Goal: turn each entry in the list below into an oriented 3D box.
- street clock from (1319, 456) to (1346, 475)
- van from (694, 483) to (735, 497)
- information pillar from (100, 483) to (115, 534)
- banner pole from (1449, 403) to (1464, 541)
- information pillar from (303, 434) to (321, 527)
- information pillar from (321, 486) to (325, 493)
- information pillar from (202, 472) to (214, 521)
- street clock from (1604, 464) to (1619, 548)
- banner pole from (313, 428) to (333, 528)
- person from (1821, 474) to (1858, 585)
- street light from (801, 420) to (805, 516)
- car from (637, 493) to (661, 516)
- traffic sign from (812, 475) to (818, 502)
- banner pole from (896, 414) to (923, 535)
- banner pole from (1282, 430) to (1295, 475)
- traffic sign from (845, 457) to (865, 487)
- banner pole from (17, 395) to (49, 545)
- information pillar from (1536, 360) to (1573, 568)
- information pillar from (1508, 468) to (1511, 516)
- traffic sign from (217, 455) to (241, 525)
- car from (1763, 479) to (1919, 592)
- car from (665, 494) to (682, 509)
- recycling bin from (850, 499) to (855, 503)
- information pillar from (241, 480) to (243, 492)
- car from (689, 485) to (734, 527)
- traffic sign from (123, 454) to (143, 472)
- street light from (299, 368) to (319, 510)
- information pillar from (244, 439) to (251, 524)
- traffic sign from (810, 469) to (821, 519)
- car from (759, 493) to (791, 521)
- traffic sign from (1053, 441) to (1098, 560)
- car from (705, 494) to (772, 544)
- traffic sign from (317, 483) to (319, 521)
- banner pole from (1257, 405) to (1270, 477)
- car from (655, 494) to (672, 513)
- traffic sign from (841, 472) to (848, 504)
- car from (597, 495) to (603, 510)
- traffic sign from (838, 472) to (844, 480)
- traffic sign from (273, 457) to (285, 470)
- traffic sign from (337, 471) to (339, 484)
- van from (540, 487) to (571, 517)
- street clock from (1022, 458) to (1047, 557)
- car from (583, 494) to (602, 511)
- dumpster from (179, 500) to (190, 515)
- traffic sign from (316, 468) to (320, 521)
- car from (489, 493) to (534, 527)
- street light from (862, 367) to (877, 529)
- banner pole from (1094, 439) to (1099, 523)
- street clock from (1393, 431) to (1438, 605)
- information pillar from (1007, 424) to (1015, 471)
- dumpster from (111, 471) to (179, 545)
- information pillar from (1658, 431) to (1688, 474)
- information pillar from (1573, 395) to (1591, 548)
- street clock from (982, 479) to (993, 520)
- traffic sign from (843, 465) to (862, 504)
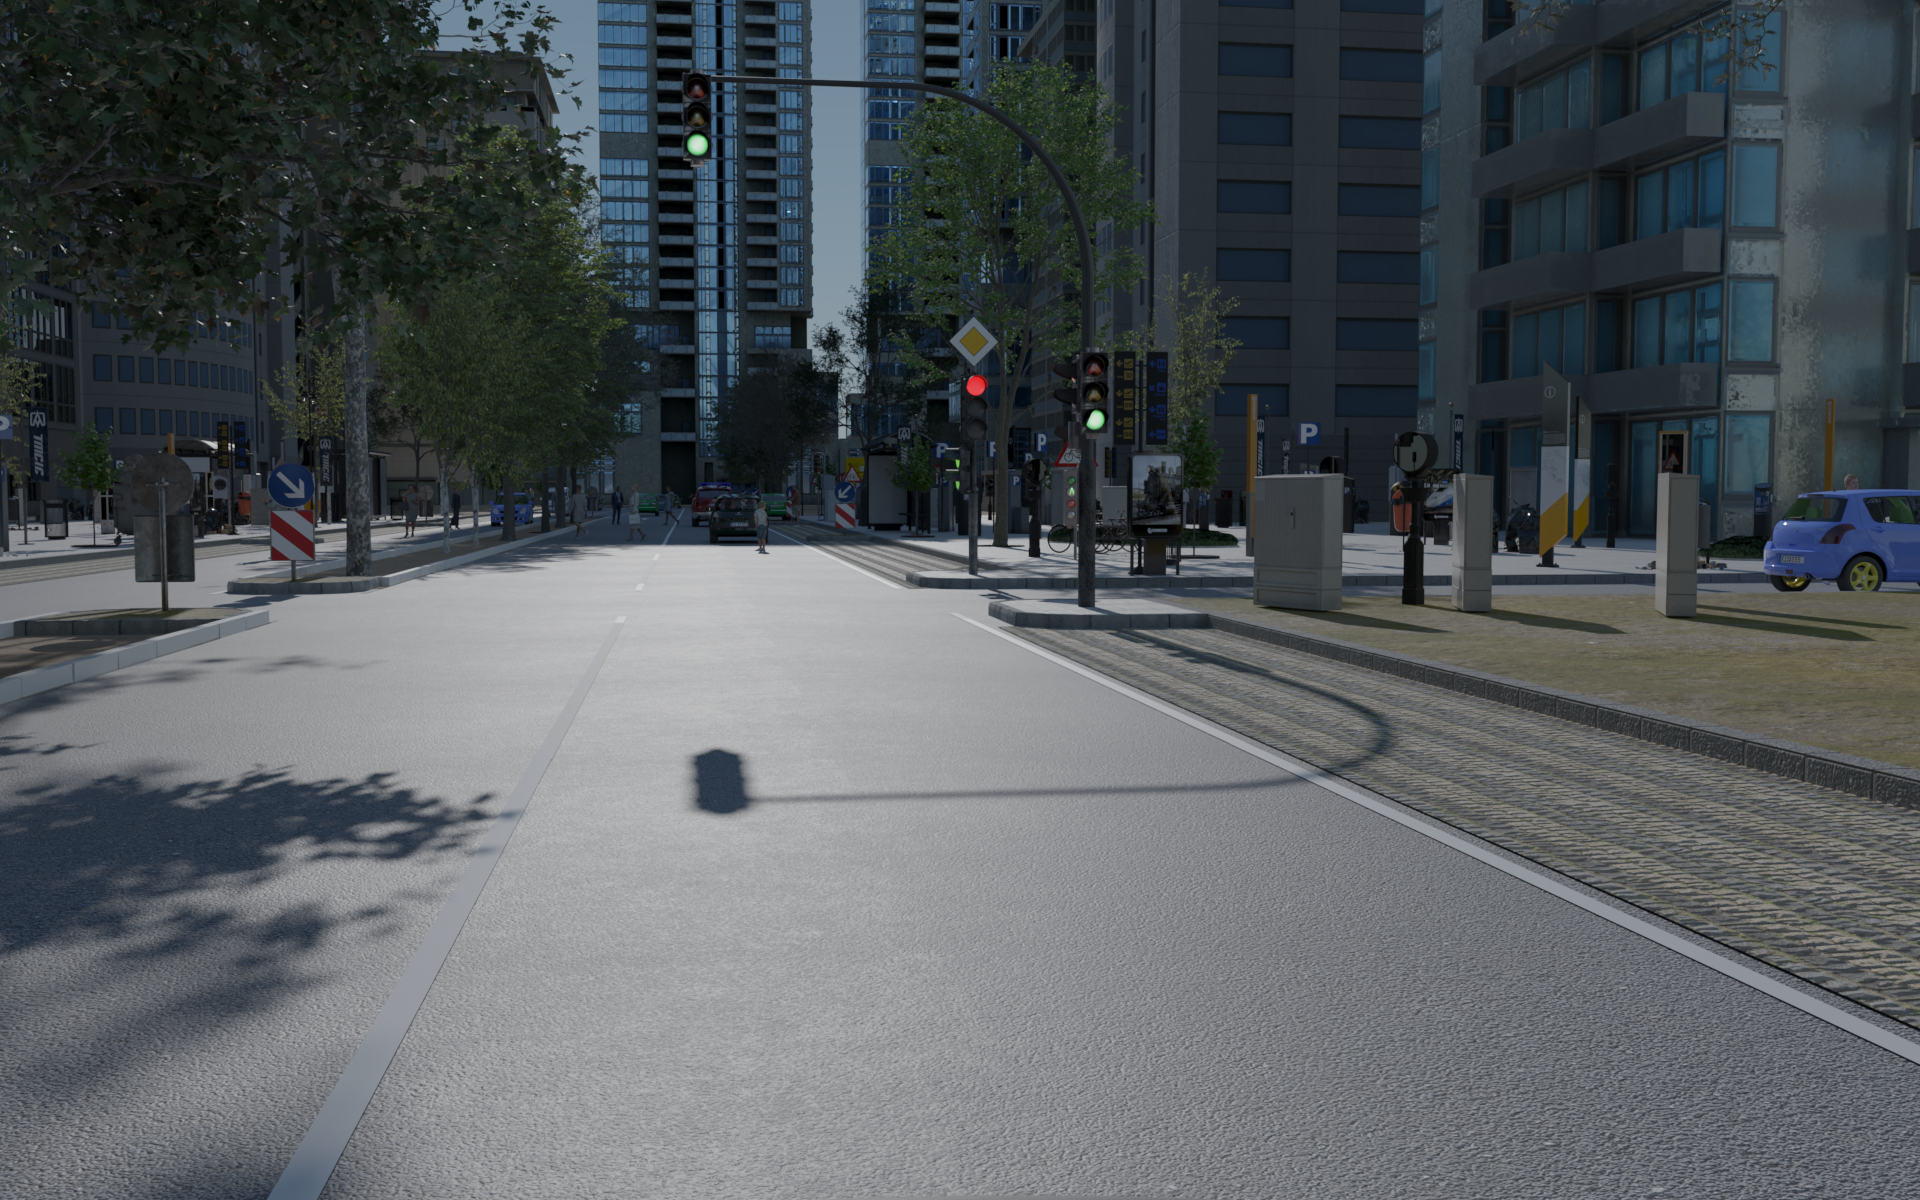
[{"bbox_3d":[7.118,-1.747,33.132,0.358,2.002,0.471,-3,5,-40],"label":"street clock"},{"bbox_3d":[-13.328,-5.502,94.340,2.240,2.365,5.245,-1,4,-9],"label":"van"},{"bbox_3d":[-27.264,-3.112,55.378,0.304,2.012,0.304,1,4,19],"label":"information pillar"},{"bbox_3d":[13.620,-3.526,47.667,0.863,3.779,0.401,-3,5,-42],"label":"banner pole"},{"bbox_3d":[-25.277,-4.648,67.352,0.504,3.616,0.183,1,4,13],"label":"information pillar"},{"bbox_3d":[-34.585,-6.257,93.654,0.183,3.616,0.504,2,4,28],"label":"information pillar"},{"bbox_3d":[-24.708,-3.202,56.851,0.304,2.012,0.304,2,4,26],"label":"information pillar"},{"bbox_3d":[15.512,-2.243,41.239,0.358,2.002,0.471,1,4,15],"label":"street clock"},{"bbox_3d":[-24.159,-4.621,65.574,0.863,3.779,0.401,-1,4,-11],"label":"banner pole"},{"bbox_3d":[13.896,-1.113,27.365,0.598,1.740,0.731,2,4,23],"label":"person"},{"bbox_3d":[-9.279,-7.888,101.751,0.468,5.910,1.993,-1,4,-9],"label":"street light"},{"bbox_3d":[-20.606,-6.399,113.423,1.959,1.807,4.718,-1,4,-9],"label":"car"},{"bbox_3d":[-8.397,-6.264,102.524,0.768,2.556,0.104,0,4,-5],"label":"traffic sign"},{"bbox_3d":[-1.596,-3.952,54.631,0.863,3.779,0.401,1,4,9],"label":"banner pole"},{"bbox_3d":[12.887,-4.765,67.929,0.401,3.779,0.863,-2,4,-30],"label":"banner pole"},{"bbox_3d":[-5.119,-6.134,94.157,2.265,3.308,0.079,0,4,-6],"label":"traffic sign"},{"bbox_3d":[-23.453,-3.290,43.816,0.863,3.779,0.401,0,4,-3],"label":"banner pole"},{"bbox_3d":[10.378,-2.379,30.251,0.183,3.616,0.504,-3,5,-43],"label":"information pillar"},{"bbox_3d":[15.549,-2.696,48.568,0.304,2.012,0.304,1,4,10],"label":"information pillar"},{"bbox_3d":[-24.004,-3.472,56.872,0.768,2.556,0.104,0,4,-6],"label":"traffic sign"},{"bbox_3d":[13.448,-0.920,24.626,3.694,1.707,1.945,-1,4,-11],"label":"car"},{"bbox_3d":[-28.521,-9.743,171.094,2.131,1.459,4.920,0,4,-8],"label":"car"},{"bbox_3d":[-5.983,-5.245,98.309,0.722,1.027,0.722,1,4,15],"label":"recycling bin"},{"bbox_3d":[-37.515,-5.278,90.789,0.304,2.012,0.304,-2,4,-24],"label":"information pillar"},{"bbox_3d":[-10.932,-4.193,77.224,2.281,1.827,5.304,-1,4,-8],"label":"car"},{"bbox_3d":[-26.369,-3.380,55.366,0.768,2.556,0.104,0,4,-2],"label":"traffic sign"},{"bbox_3d":[-23.943,-5.570,63.856,0.468,5.910,1.993,-1,4,-9],"label":"street light"},{"bbox_3d":[-30.210,-5.021,73.443,0.504,3.616,0.183,3,5,42],"label":"information pillar"},{"bbox_3d":[-7.294,-5.478,89.561,0.884,2.594,0.081,0,4,-8],"label":"traffic sign"},{"bbox_3d":[-10.112,-5.166,93.266,1.959,1.807,4.718,-1,4,-10],"label":"car"},{"bbox_3d":[2.249,-2.062,33.724,0.884,2.594,0.081,0,4,-4],"label":"traffic sign"},{"bbox_3d":[-6.599,-2.558,51.615,2.009,1.686,4.222,0,4,-8],"label":"car"},{"bbox_3d":[-31.067,-5.117,83.770,0.768,2.556,0.104,0,4,-2],"label":"traffic sign"},{"bbox_3d":[8.509,-3.585,48.627,0.401,3.779,0.863,3,5,42],"label":"banner pole"},{"bbox_3d":[-22.729,-7.301,131.371,2.014,1.417,4.499,-1,4,-10],"label":"car"},{"bbox_3d":[-6.232,-5.882,96.270,0.768,2.556,0.104,0,4,-2],"label":"traffic sign"},{"bbox_3d":[-34.032,-9.048,160.513,1.945,1.354,3.894,-1,4,-10],"label":"car"},{"bbox_3d":[-6.712,-6.165,100.903,0.768,2.556,0.104,0,4,-7],"label":"traffic sign"},{"bbox_3d":[-23.762,-3.710,60.666,0.884,2.594,0.081,0,4,-8],"label":"traffic sign"},{"bbox_3d":[-33.226,-5.689,93.115,0.768,2.556,0.104,0,3,0],"label":"traffic sign"},{"bbox_3d":[-24.715,-6.079,106.410,2.013,2.044,4.112,0,4,-8],"label":"van"},{"bbox_3d":[1.516,-1.873,35.198,0.471,2.002,0.358,-2,4,-23],"label":"street clock"},{"bbox_3d":[-31.665,-8.329,147.975,2.131,1.459,4.920,0,4,-8],"label":"car"},{"bbox_3d":[-24.056,-3.055,52.441,1.502,2.255,1.985,-1,4,-9],"label":"dumpster"},{"bbox_3d":[-30.545,-5.022,82.208,0.768,2.556,0.104,0,4,-1],"label":"traffic sign"},{"bbox_3d":[-20.098,-4.167,77.715,1.945,1.707,3.694,-1,4,-10],"label":"car"},{"bbox_3d":[-3.316,-5.531,63.228,0.468,5.910,1.993,-1,4,-9],"label":"street light"},{"bbox_3d":[5.806,-5.321,77.015,0.863,3.779,0.401,-1,4,-21],"label":"banner pole"},{"bbox_3d":[5.274,-0.950,20.101,0.358,2.002,0.471,-3,5,-43],"label":"street clock"},{"bbox_3d":[1.676,-4.094,58.283,0.183,3.616,0.504,-3,5,-42],"label":"information pillar"},{"bbox_3d":[-20.906,-2.368,44.479,1.264,1.857,1.865,-1,4,-9],"label":"dumpster"},{"bbox_3d":[8.349,-0.968,20.321,0.304,2.012,0.304,2,4,25],"label":"information pillar"},{"bbox_3d":[14.803,-3.050,41.228,0.504,3.616,0.183,-2,4,-35],"label":"information pillar"},{"bbox_3d":[1.468,-4.891,84.531,0.471,2.002,0.358,1,4,12],"label":"street clock"},{"bbox_3d":[-4.758,-4.675,76.442,0.884,2.594,0.081,0,4,-8],"label":"traffic sign"}]
